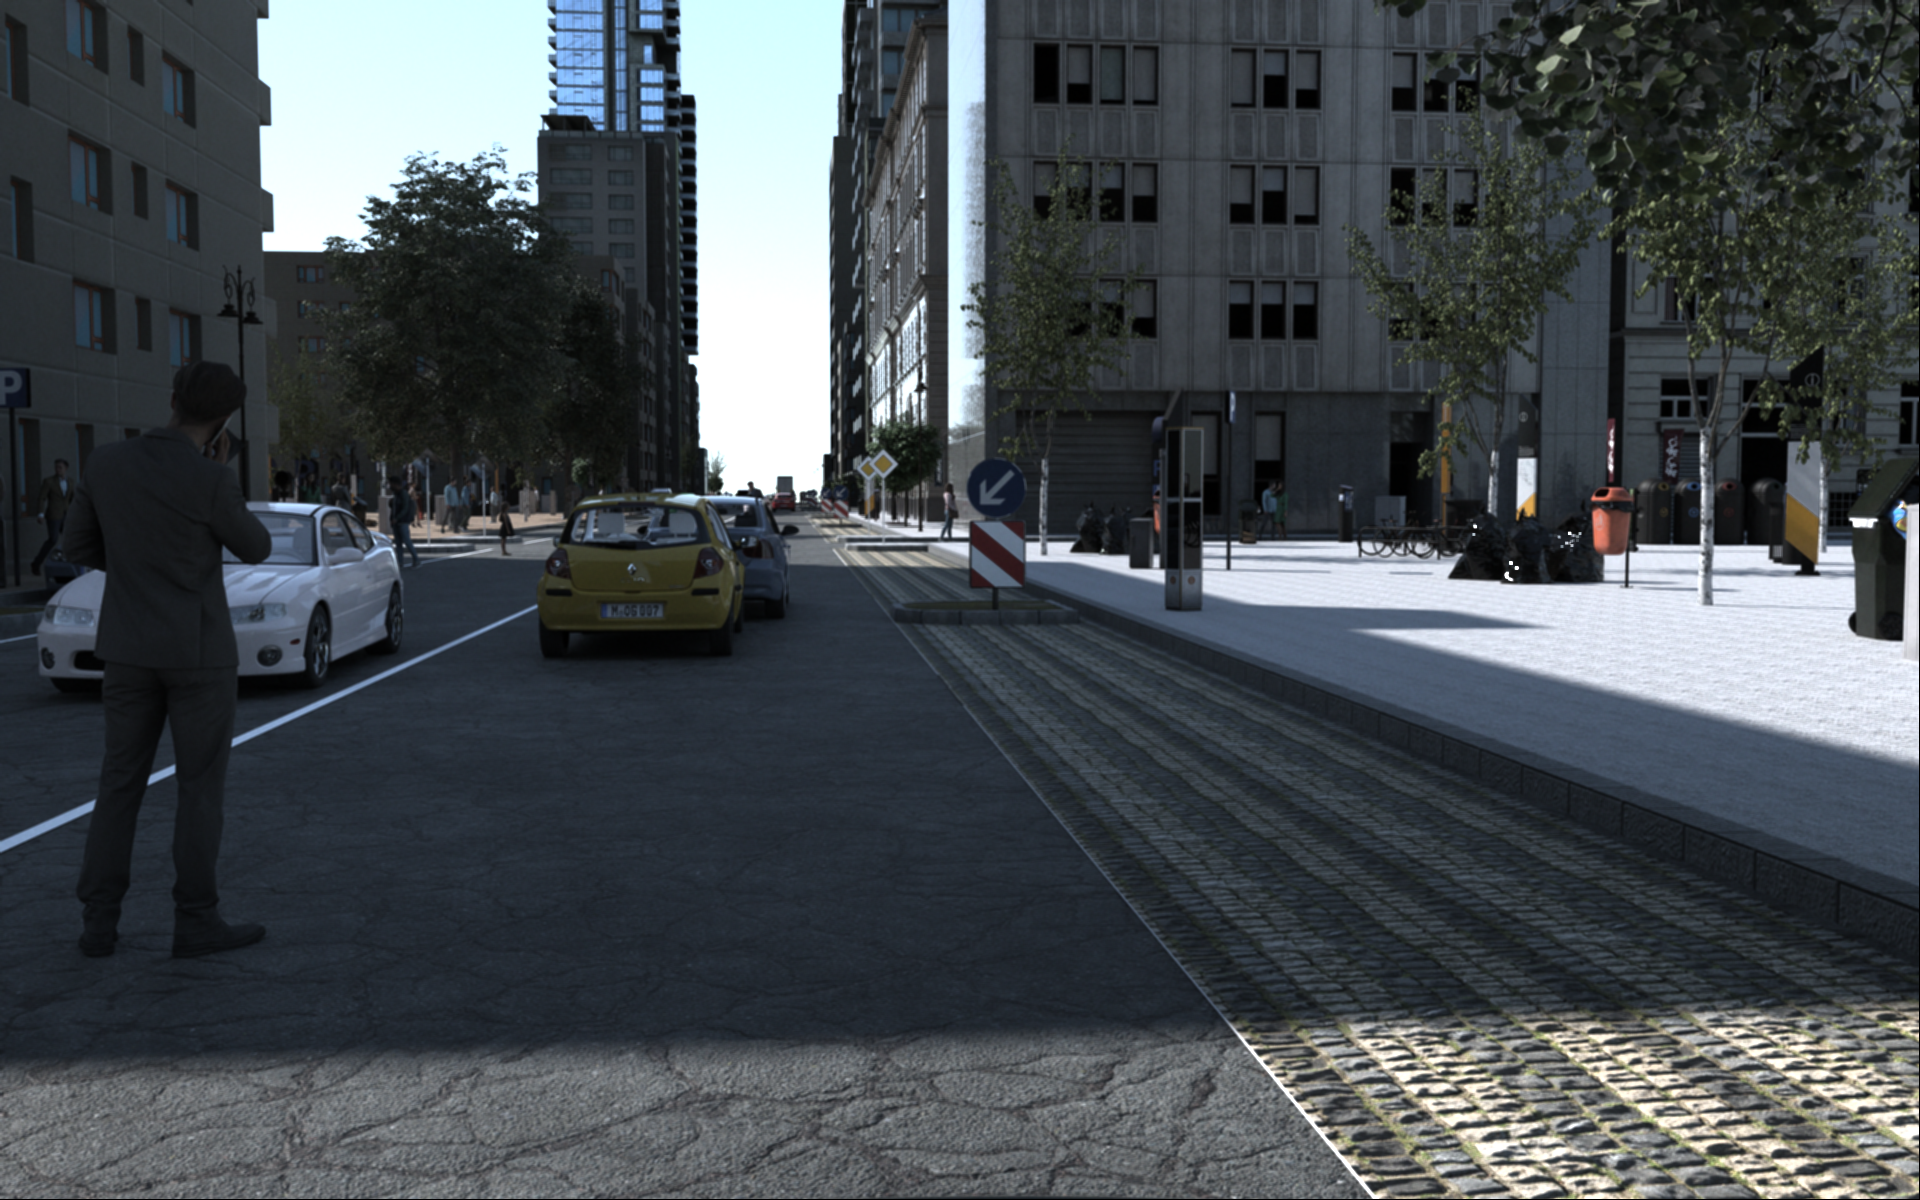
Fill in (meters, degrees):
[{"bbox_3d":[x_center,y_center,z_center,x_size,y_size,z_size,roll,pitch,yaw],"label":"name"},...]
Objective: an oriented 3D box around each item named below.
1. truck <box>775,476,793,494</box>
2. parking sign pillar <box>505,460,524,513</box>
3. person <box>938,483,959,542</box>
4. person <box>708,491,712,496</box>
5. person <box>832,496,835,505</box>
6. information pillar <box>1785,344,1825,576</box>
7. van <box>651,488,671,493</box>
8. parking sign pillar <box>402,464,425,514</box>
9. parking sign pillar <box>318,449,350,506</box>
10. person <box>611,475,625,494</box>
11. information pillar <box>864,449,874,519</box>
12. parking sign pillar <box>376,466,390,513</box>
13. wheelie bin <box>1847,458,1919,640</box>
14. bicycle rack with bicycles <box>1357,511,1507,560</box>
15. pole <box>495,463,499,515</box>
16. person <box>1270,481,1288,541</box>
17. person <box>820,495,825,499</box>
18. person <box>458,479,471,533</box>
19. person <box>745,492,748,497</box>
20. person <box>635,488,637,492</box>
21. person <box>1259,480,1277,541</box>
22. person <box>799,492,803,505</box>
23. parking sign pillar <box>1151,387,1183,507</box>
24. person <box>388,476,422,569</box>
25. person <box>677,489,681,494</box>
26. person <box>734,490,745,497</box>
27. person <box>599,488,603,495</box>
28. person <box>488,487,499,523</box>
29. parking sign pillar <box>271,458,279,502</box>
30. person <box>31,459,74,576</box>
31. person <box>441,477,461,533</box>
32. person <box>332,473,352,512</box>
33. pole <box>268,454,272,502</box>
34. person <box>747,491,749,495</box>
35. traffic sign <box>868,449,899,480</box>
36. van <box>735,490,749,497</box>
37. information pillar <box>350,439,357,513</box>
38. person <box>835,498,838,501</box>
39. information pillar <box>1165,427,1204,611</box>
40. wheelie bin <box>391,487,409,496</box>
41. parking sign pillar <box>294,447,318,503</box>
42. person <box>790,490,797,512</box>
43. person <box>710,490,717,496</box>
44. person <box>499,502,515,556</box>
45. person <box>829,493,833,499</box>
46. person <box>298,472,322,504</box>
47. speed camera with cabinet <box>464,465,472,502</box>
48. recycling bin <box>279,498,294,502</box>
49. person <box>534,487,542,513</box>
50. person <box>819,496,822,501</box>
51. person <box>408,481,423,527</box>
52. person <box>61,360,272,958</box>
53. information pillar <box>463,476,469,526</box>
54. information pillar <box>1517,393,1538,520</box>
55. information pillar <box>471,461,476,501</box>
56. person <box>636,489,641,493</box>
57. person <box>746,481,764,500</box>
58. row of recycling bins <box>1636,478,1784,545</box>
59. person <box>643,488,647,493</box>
[{"bbox_3d":[-27.792,-17.466,274.479,2.839,4.237,11.283,0,4,-7],"label":"truck"},{"bbox_3d":[-29.938,-7.837,116.601,1.447,3.967,1.447,-2,4,-24],"label":"parking sign pillar"},{"bbox_3d":[-0.356,-2.499,49.950,0.643,1.750,0.593,-1,4,-16],"label":"person"},{"bbox_3d":[-28.499,-11.566,197.547,0.705,1.831,1.348,3,5,39],"label":"person"},{"bbox_3d":[-11.551,-9.286,161.098,0.697,1.427,0.421,2,4,34],"label":"person"},{"bbox_3d":[13.306,-2.196,27.263,0.504,3.616,0.183,2,4,33],"label":"information pillar"},{"bbox_3d":[-20.761,-6.915,120.078,2.013,2.044,4.112,0,4,-7],"label":"van"},{"bbox_3d":[-34.335,-7.341,108.496,1.447,3.967,1.447,2,4,23],"label":"parking sign pillar"},{"bbox_3d":[-34.866,-6.661,97.378,1.447,3.967,1.447,1,4,12],"label":"parking sign pillar"},{"bbox_3d":[-6.602,-1.451,32.439,0.699,1.804,1.509,1,4,21],"label":"person"},{"bbox_3d":[-4.633,-5.938,88.442,0.504,3.616,0.183,-1,4,-9],"label":"information pillar"},{"bbox_3d":[-39.830,-8.057,120.203,1.447,3.967,1.447,-1,4,-14],"label":"parking sign pillar"},{"bbox_3d":[8.362,-0.460,15.425,0.693,1.594,0.980,0,4,5],"label":"wheelie bin"},{"bbox_3d":[9.324,-1.338,35.257,2.852,0.926,2.925,-3,5,-44],"label":"bicycle rack with bicycles"},{"bbox_3d":[-28.461,-6.886,106.431,0.158,3.312,0.155,0,3,0],"label":"pole"},{"bbox_3d":[9.273,-2.515,49.864,0.529,1.795,0.600,-2,4,-32],"label":"person"},{"bbox_3d":[-19.557,-14.787,248.514,1.217,1.736,0.721,-2,4,-33],"label":"person"},{"bbox_3d":[-16.453,-3.131,57.581,0.444,1.785,0.601,0,4,-3],"label":"person"},{"bbox_3d":[-28.128,-13.451,228.872,0.568,1.767,0.683,3,4,36],"label":"person"},{"bbox_3d":[-25.499,-7.962,137.014,0.721,1.735,1.217,-1,4,-9],"label":"person"},{"bbox_3d":[9.207,-2.639,51.509,0.638,1.841,0.748,-1,4,-20],"label":"person"},{"bbox_3d":[-19.835,-12.680,216.624,0.742,1.727,0.445,3,5,41],"label":"person"},{"bbox_3d":[5.156,-3.341,43.090,1.447,3.967,1.447,2,4,24],"label":"parking sign pillar"},{"bbox_3d":[-10.702,-1.487,33.155,0.623,1.781,0.721,3,5,40],"label":"person"},{"bbox_3d":[-29.458,-10.773,182.310,1.348,1.807,0.705,1,4,18],"label":"person"},{"bbox_3d":[-20.108,-9.129,157.777,1.348,1.821,0.705,-1,4,-13],"label":"person"},{"bbox_3d":[-23.735,-6.653,115.050,0.641,1.798,0.478,1,4,20],"label":"person"},{"bbox_3d":[-20.683,-4.218,76.825,0.330,1.601,0.589,1,4,20],"label":"person"},{"bbox_3d":[-37.383,-6.413,93.328,1.447,3.967,1.447,2,4,29],"label":"parking sign pillar"},{"bbox_3d":[-14.260,-1.307,27.319,0.836,1.842,0.656,0,4,-7],"label":"person"},{"bbox_3d":[-16.612,-3.097,56.535,0.748,1.841,0.638,3,4,38],"label":"person"},{"bbox_3d":[-14.798,-2.160,41.639,0.520,1.790,0.573,1,4,11],"label":"person"},{"bbox_3d":[-35.407,-5.809,88.816,0.158,3.312,0.155,0,3,0],"label":"pole"},{"bbox_3d":[-25.987,-12.537,213.492,0.705,1.823,1.348,-2,4,-29],"label":"person"},{"bbox_3d":[-1.939,-2.576,44.311,0.795,2.593,0.064,0,4,-6],"label":"traffic sign"},{"bbox_3d":[-29.322,-14.121,235.259,2.240,2.365,5.245,0,4,-4],"label":"van"},{"bbox_3d":[-25.799,-5.037,73.712,0.183,3.616,0.504,0,4,-3],"label":"information pillar"},{"bbox_3d":[-11.270,-9.138,156.251,0.742,1.727,0.445,2,4,31],"label":"person"},{"bbox_3d":[2.470,-0.892,19.083,0.304,2.012,0.304,-2,4,-29],"label":"information pillar"},{"bbox_3d":[-24.747,-4.196,76.513,0.693,1.594,0.980,-3,5,-39],"label":"wheelie bin"},{"bbox_3d":[-37.275,-6.747,98.791,1.447,3.967,1.447,0,4,-2],"label":"parking sign pillar"},{"bbox_3d":[-13.606,-8.078,141.247,0.551,1.740,0.621,-1,4,-9],"label":"person"},{"bbox_3d":[-16.064,-6.333,112.875,0.563,1.720,0.643,0,4,3],"label":"person"},{"bbox_3d":[-10.594,-1.670,40.470,0.373,1.253,0.362,-1,4,-11],"label":"person"},{"bbox_3d":[-14.889,-11.737,198.659,1.217,1.736,0.721,1,4,11],"label":"person"},{"bbox_3d":[-15.067,-2.074,40.195,0.529,1.795,0.600,3,5,44],"label":"person"},{"bbox_3d":[-34.721,-7.812,122.057,0.660,3.252,2.038,-1,4,-15],"label":"speed camera with cabinet"},{"bbox_3d":[-41.813,-5.816,107.641,0.722,1.027,0.722,0,3,0],"label":"recycling bin"},{"bbox_3d":[-27.179,-6.425,111.320,0.641,1.798,0.478,-1,4,-13],"label":"person"},{"bbox_3d":[-20.313,-14.999,254.472,0.799,1.438,0.628,0,4,-6],"label":"person"},{"bbox_3d":[-21.009,-3.694,66.781,0.599,1.781,0.374,3,5,43],"label":"person"},{"bbox_3d":[-2.495,0.173,5.477,0.655,1.846,0.447,0,4,4],"label":"person"},{"bbox_3d":[-19.773,-3.951,69.090,0.304,2.012,0.304,-1,4,-9],"label":"information pillar"},{"bbox_3d":[13.066,-2.972,39.940,0.183,3.616,0.504,-2,4,-34],"label":"information pillar"},{"bbox_3d":[-34.773,-8.106,123.893,0.183,3.616,0.504,1,4,12],"label":"information pillar"},{"bbox_3d":[-24.823,-7.753,133.729,0.541,1.710,0.530,0,4,-4],"label":"person"},{"bbox_3d":[-6.660,-2.931,56.220,0.655,1.846,0.447,1,4,19],"label":"person"},{"bbox_3d":[18.992,-2.254,43.969,3.534,1.692,1.069,1,4,11],"label":"row of recycling bins"},{"bbox_3d":[-26.170,-8.447,144.145,0.705,1.826,1.348,0,4,2],"label":"person"}]
